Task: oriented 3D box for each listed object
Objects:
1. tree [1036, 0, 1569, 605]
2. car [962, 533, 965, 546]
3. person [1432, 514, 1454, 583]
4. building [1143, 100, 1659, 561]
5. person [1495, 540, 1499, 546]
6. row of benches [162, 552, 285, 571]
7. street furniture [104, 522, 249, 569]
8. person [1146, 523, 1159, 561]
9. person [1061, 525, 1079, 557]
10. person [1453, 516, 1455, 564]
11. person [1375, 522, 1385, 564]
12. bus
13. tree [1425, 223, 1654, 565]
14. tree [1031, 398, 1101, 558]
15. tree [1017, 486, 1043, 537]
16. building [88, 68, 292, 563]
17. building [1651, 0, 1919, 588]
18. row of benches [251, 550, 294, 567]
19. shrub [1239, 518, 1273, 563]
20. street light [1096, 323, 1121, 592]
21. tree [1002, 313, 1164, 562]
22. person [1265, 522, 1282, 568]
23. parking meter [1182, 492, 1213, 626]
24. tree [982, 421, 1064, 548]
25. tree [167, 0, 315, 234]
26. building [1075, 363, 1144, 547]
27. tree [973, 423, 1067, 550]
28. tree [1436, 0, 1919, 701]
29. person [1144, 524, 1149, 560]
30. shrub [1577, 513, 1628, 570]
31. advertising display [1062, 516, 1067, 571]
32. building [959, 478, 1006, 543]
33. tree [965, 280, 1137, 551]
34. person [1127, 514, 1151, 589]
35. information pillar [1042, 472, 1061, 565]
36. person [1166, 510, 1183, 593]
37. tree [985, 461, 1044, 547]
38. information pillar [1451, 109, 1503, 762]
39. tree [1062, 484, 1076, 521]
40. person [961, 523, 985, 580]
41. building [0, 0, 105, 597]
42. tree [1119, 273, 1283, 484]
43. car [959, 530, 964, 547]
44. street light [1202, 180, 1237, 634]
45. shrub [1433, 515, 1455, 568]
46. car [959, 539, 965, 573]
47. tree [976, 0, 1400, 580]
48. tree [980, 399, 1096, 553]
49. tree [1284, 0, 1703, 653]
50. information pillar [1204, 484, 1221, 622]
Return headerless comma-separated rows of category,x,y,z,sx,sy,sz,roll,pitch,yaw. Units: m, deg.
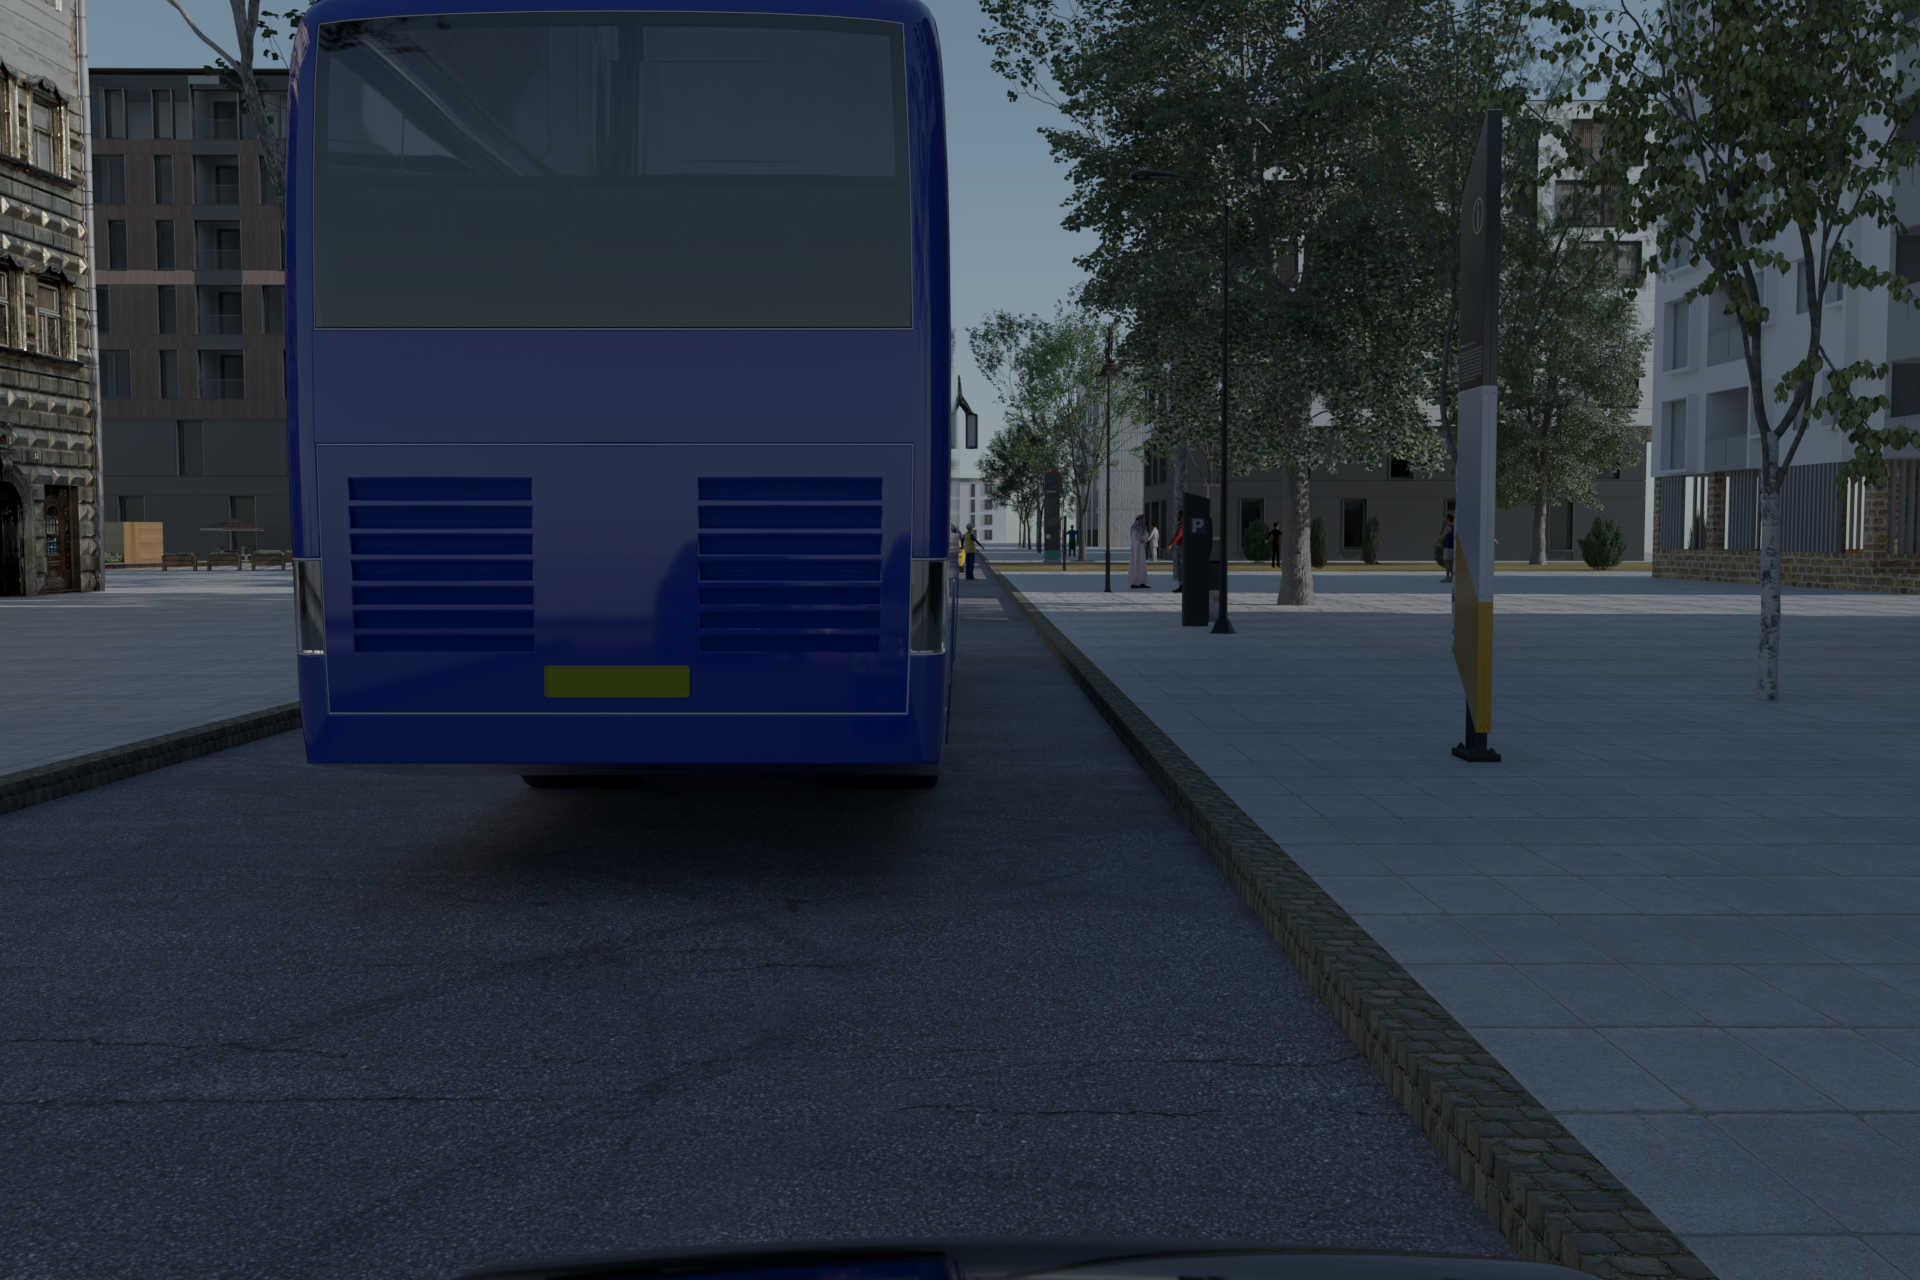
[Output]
tree,6.160,-7.602,30.946,9.857,13.997,8.962,0,3,0
car,-0.007,-9.493,164.807,1.945,1.707,3.694,0,4,-1
person,12.930,-2.428,45.872,0.704,1.807,1.345,3,5,43
building,24.125,-15.547,98.172,27.936,21.610,32.646,0,4,0
person,16.052,-2.907,53.688,1.344,1.810,0.704,-1,4,-12
row of benches,-25.655,-2.762,60.619,4.104,0.672,1.422,-1,4,-16
street furniture,-34.086,-3.630,66.210,9.812,1.723,11.010,1,4,19
person,9.080,-4.597,81.351,0.705,1.806,1.347,2,4,28
person,6.357,-5.626,98.104,1.347,1.817,0.704,1,4,8
person,13.950,-2.602,48.719,0.705,1.807,1.348,2,4,32
person,17.777,-4.147,73.952,0.704,1.843,1.345,0,4,-7
bus,-1.276,-1.287,12.597,2.896,3.916,12.251,0,4,0
tree,24.344,-10.144,72.502,9.857,13.997,8.962,0,3,0
tree,5.325,-8.785,94.000,4.360,8.622,3.978,0,3,0
tree,10.001,-18.304,249.627,4.737,8.622,4.395,0,3,0
building,-29.135,-15.213,92.705,27.936,21.610,32.646,0,4,-1
building,25.149,-11.725,48.120,16.016,20.090,11.380,0,4,0
row of benches,-26.606,-3.309,69.557,1.422,0.672,4.104,2,4,34
shrub,13.375,-4.473,77.551,1.690,2.028,1.600,0,3,0
street light,3.257,-3.990,38.021,0.468,5.910,1.993,0,4,0
tree,5.771,-9.461,80.449,9.928,11.665,9.643,0,3,0
person,12.006,-3.593,65.463,0.721,1.740,1.216,-3,5,-42
parking meter,3.303,-1.126,24.126,0.399,1.863,0.255,0,4,0
tree,5.711,-14.010,154.812,9.928,11.665,9.643,0,3,0
tree,-10.933,-10.338,24.918,12.611,20.169,13.585,0,3,0
building,22.058,-19.645,187.648,16.747,18.905,31.486,0,4,0
tree,5.554,-12.730,142.550,8.767,10.594,7.601,-3,5,-40
tree,6.038,-3.833,13.035,4.737,8.622,4.395,0,3,0
person,9.239,-4.901,86.404,0.705,1.796,1.348,1,4,8
shrub,22.882,-3.501,61.656,1.690,2.028,1.600,0,3,0
advertising display,3.652,-3.390,60.643,0.123,1.923,0.974,0,4,0
building,-7.081,-18.950,254.435,28.070,9.664,9.099,0,4,0
tree,7.042,-16.701,128.949,12.611,20.169,13.585,0,3,0
person,4.229,-2.081,40.736,0.621,1.740,0.551,0,4,-7
information pillar,3.833,-5.069,72.256,0.750,3.857,0.750,0,4,-1
person,4.830,-1.941,37.842,0.704,1.816,1.345,2,4,27
tree,6.017,-14.155,165.843,7.601,10.594,8.767,-3,5,-41
information pillar,2.949,-1.133,9.872,0.183,3.616,0.504,0,3,0
tree,18.715,-19.705,256.582,7.601,10.594,8.767,0,4,-5
person,0.378,-2.746,53.826,0.721,1.772,1.216,-2,4,-35
building,-28.389,-12.112,28.962,19.493,23.208,18.063,0,4,0
tree,10.001,-8.708,68.132,9.928,11.665,9.643,0,3,0
car,-0.645,-8.349,145.178,2.281,1.827,5.304,0,4,0
street light,3.942,-3.038,22.212,1.470,5.913,1.316,0,4,0
shrub,17.474,-3.461,61.001,1.690,2.028,1.600,0,3,0
car,-0.654,-3.385,65.575,2.015,1.641,3.980,0,4,0
tree,7.566,-11.698,47.160,12.611,20.169,13.585,0,3,0
tree,5.348,-11.206,117.626,8.767,10.594,7.601,1,4,10
tree,5.147,-4.166,18.476,4.360,8.622,3.978,0,3,0
information pillar,3.746,-1.281,25.440,0.304,2.012,0.304,0,4,0
